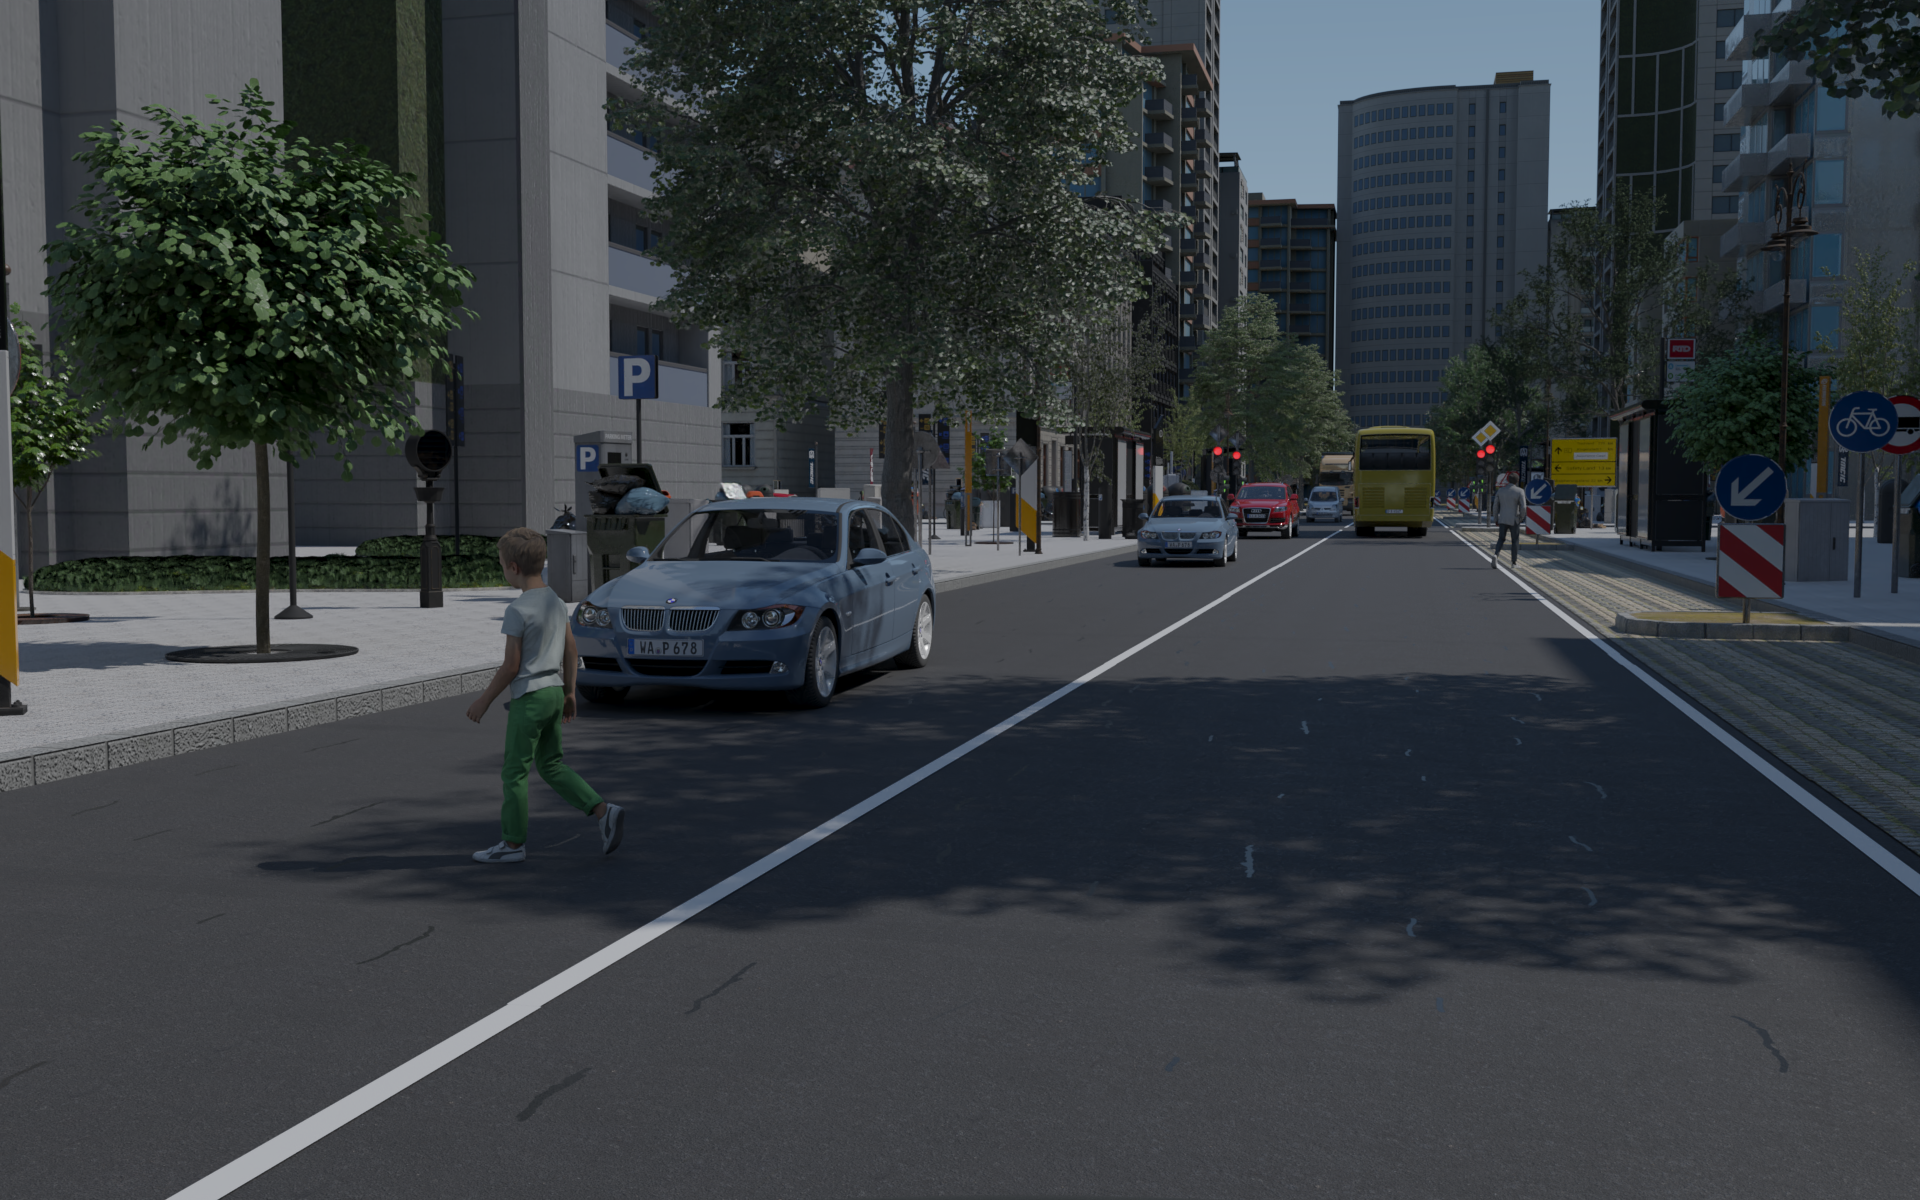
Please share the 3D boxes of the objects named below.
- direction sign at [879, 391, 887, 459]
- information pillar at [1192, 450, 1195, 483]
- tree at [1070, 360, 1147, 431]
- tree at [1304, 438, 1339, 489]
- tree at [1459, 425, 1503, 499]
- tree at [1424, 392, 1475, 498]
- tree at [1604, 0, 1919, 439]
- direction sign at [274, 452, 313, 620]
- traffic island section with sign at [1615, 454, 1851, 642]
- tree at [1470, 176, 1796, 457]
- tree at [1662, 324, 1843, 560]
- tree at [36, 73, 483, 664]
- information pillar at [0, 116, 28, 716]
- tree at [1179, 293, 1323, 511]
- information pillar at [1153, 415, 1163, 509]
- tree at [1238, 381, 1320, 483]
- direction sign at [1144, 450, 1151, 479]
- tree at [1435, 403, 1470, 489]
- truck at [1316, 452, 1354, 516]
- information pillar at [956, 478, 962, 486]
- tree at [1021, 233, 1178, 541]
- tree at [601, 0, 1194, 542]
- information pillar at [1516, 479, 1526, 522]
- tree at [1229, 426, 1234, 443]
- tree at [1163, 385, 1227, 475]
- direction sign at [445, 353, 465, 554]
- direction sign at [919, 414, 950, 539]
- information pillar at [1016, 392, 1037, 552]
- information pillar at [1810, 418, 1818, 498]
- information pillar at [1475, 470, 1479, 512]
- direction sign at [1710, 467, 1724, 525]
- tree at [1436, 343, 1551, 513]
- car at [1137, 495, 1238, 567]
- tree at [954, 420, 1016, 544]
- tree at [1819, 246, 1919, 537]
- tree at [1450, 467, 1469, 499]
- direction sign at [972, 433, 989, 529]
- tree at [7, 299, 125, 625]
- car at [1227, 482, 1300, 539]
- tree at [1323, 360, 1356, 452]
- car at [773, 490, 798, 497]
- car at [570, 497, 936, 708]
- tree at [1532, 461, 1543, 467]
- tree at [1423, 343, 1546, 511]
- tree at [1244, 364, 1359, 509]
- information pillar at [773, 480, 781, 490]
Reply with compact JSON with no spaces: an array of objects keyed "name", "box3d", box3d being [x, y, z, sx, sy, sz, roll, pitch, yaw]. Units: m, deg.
[{"name":"direction sign","box3d":[-1.481,-2.806,37.868,0.379,3.537,0.876,-3,5,-42]},{"name":"information pillar","box3d":[12.526,-6.214,92.960,0.183,3.616,0.504,0,4,0]},{"name":"tree","box3d":[7.977,-8.901,95.890,4.737,8.622,4.395,0,3,0]},{"name":"tree","box3d":[38.570,-14.263,183.564,4.360,8.622,3.978,0,3,0]},{"name":"tree","box3d":[51.817,-13.821,176.336,4.737,8.622,4.395,0,3,0]},{"name":"tree","box3d":[54.830,-16.757,192.107,7.486,12.596,7.792,0,3,0]},{"name":"tree","box3d":[9.025,-6.309,9.800,9.857,13.997,8.962,0,3,0]},{"name":"direction sign","box3d":[-6.872,-1.575,17.754,0.379,3.537,0.876,1,4,10]},{"name":"traffic island section with sign","box3d":[7.886,-0.565,17.872,1.989,1.847,2.006,1,4,14]},{"name":"tree","box3d":[19.542,-7.075,50.090,8.767,10.594,7.601,1,4,18]},{"name":"tree","box3d":[15.391,-3.052,33.608,4.285,4.588,4.351,0,3,0]},{"name":"tree","box3d":[-5.509,-1.827,13.587,4.285,4.588,4.351,0,3,0]},{"name":"information pillar","box3d":[-5.697,-1.136,9.923,0.504,3.616,0.183,-1,4,-21]},{"name":"tree","box3d":[16.199,-11.024,98.369,7.486,12.596,7.792,0,3,0]},{"name":"information pillar","box3d":[5.861,-3.661,51.216,0.183,3.616,0.504,2,4,34]},{"name":"tree","box3d":[20.075,-9.713,109.163,4.737,8.622,4.395,0,3,0]},{"name":"direction sign","box3d":[9.469,-5.984,89.829,0.876,3.537,0.379,2,4,27]},{"name":"tree","box3d":[28.810,-9.369,87.599,7.601,10.594,8.767,-2,4,-31]},{"name":"truck","box3d":[26.036,-7.899,118.054,2.839,4.237,11.283,1,4,16]},{"name":"information pillar","box3d":[-0.051,-4.628,80.164,0.304,2.012,0.304,0,4,1]},{"name":"tree","box3d":[3.694,-5.919,47.143,4.360,8.622,3.978,0,3,0]},{"name":"tree","box3d":[-0.974,-7.410,27.812,9.857,13.997,8.962,0,3,0]},{"name":"information pillar","box3d":[25.846,-4.607,79.809,0.304,2.012,0.304,-3,4,-36]},{"name":"tree","box3d":[18.962,-11.257,134.415,4.737,8.622,4.395,0,3,0]},{"name":"tree","box3d":[14.852,-10.051,114.697,4.737,8.622,4.395,0,3,0]},{"name":"direction sign","box3d":[-8.213,-2.216,28.222,0.379,3.537,0.876,0,4,1]},{"name":"direction sign","box3d":[-0.729,-3.487,49.004,0.876,3.537,0.379,0,4,0]},{"name":"information pillar","box3d":[1.488,-2.871,38.292,0.504,3.616,0.183,0,4,1]},{"name":"information pillar","box3d":[23.155,-3.385,46.699,0.183,3.616,0.504,-1,4,-13]},{"name":"information pillar","box3d":[36.871,-8.075,123.382,0.183,3.616,0.504,-1,4,-14]},{"name":"direction sign","box3d":[32.090,-4.942,72.804,0.876,3.537,0.379,3,4,39]},{"name":"tree","box3d":[35.642,-11.618,115.705,9.928,11.665,9.643,0,3,0]},{"name":"car","box3d":[4.748,-1.452,35.743,2.014,1.417,4.499,1,4,13]},{"name":"tree","box3d":[0.885,-3.063,44.676,1.663,3.219,1.824,0,3,0]},{"name":"tree","box3d":[27.191,-6.155,50.999,4.737,8.622,4.395,0,3,0]},{"name":"tree","box3d":[58.591,-15.493,203.677,4.360,8.622,3.978,0,3,0]},{"name":"direction sign","box3d":[0.665,-4.393,63.820,0.876,3.537,0.379,-1,4,-23]},{"name":"tree","box3d":[-9.488,-1.392,17.357,1.663,3.219,1.824,0,3,0]},{"name":"car","box3d":[10.020,-2.957,57.027,2.281,1.827,5.304,1,4,15]},{"name":"tree","box3d":[25.850,-12.992,130.546,7.486,12.596,7.792,0,3,0]},{"name":"car","box3d":[-9.147,-4.276,78.946,4.494,1.783,2.155,1,4,13]},{"name":"car","box3d":[-1.400,-0.076,13.247,2.014,1.417,4.499,1,4,13]},{"name":"tree","box3d":[47.593,-9.548,139.820,4.285,4.588,4.351,0,3,0]},{"name":"tree","box3d":[40.002,-13.143,131.891,9.611,12.733,9.660,0,3,0]},{"name":"tree","box3d":[29.174,-14.147,148.310,9.611,12.733,9.660,0,3,0]},{"name":"information pillar","box3d":[-9.704,-5.352,92.004,0.304,2.012,0.304,2,4,27]}]
